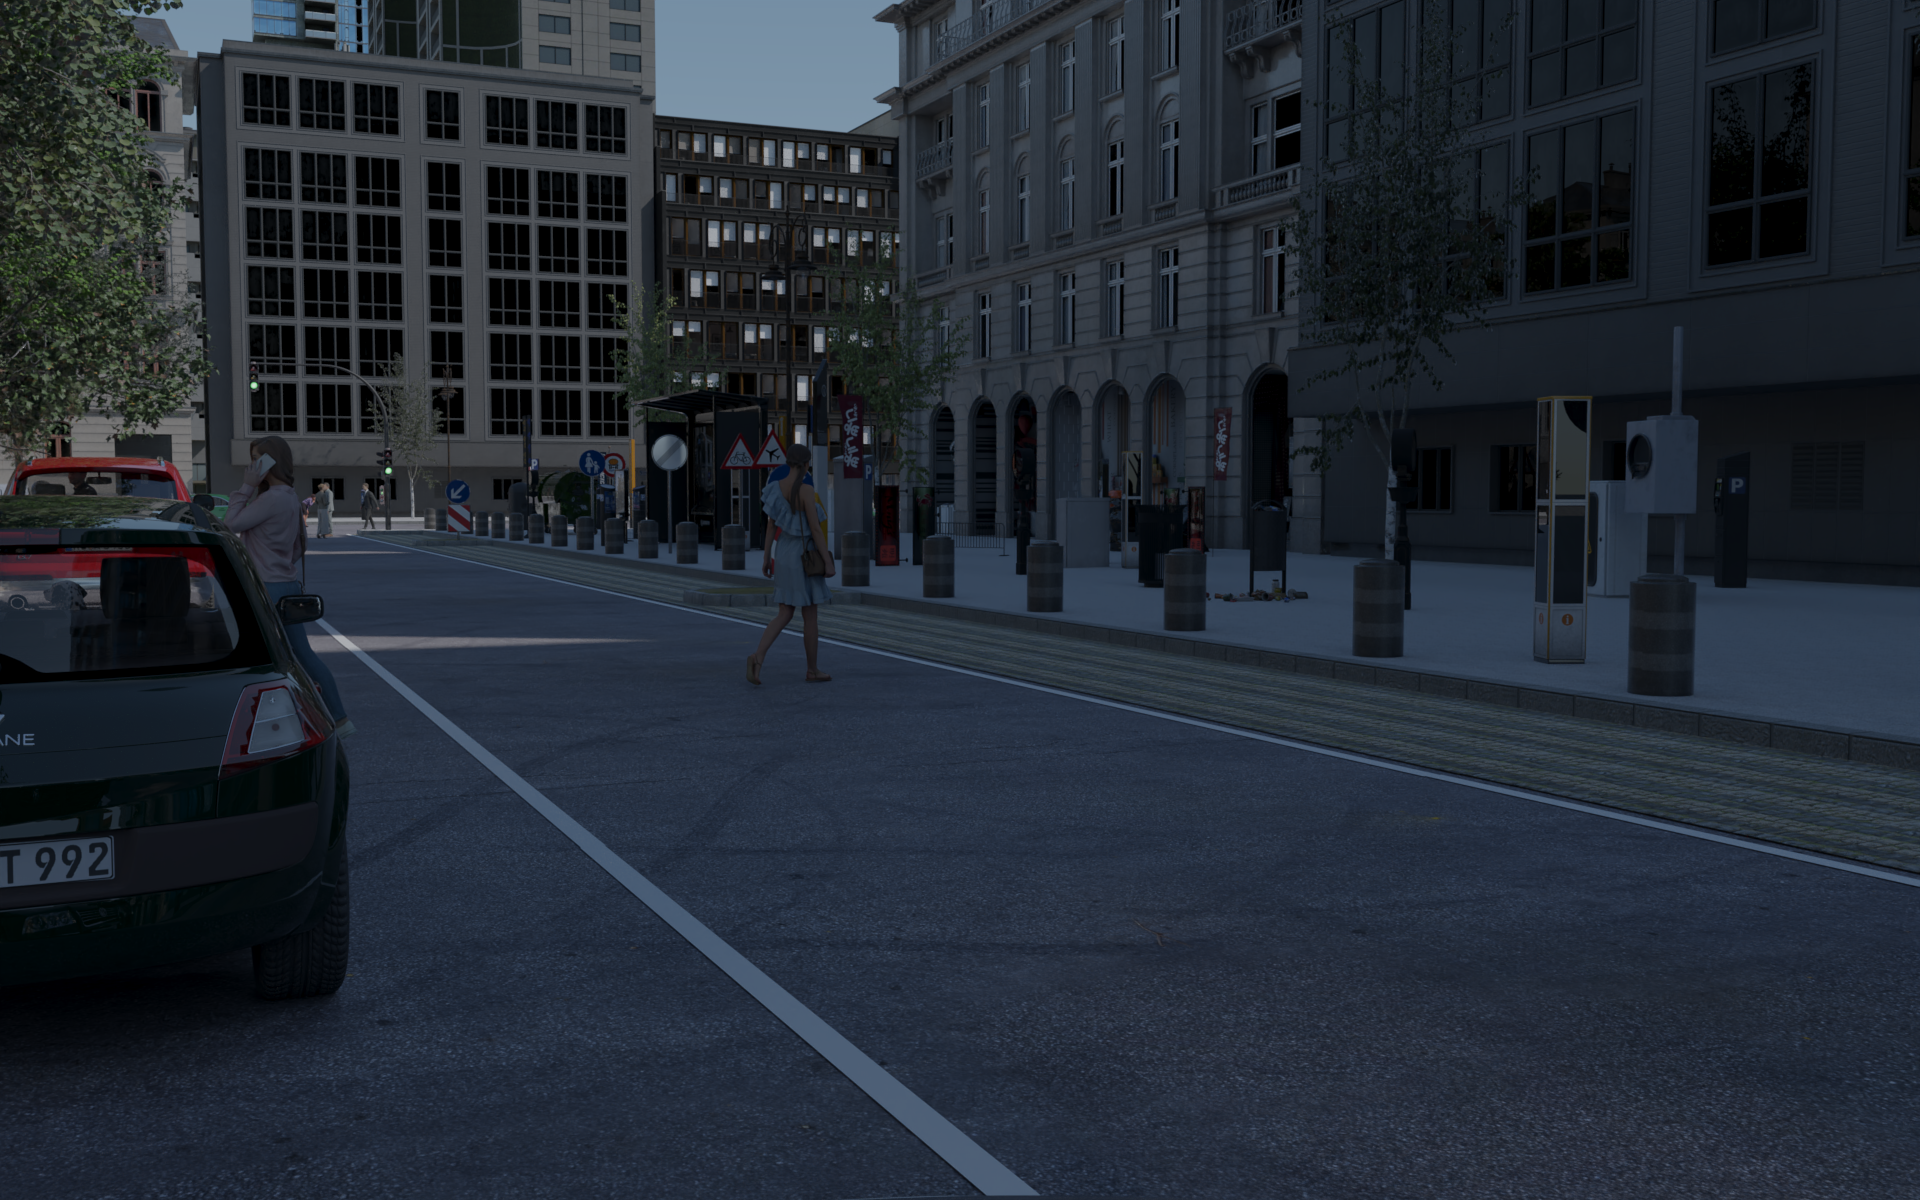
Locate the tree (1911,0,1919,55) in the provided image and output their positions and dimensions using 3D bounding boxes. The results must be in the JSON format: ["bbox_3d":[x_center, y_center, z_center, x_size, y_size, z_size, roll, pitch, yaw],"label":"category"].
[{"bbox_3d":[10.236,-3.879,13.786,4.360,8.622,3.978,0,3,0],"label":"tree"}]

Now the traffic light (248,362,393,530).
[{"bbox_3d":[-22.269,-5.256,60.602,4.771,5.953,1.251,-2,4,-25],"label":"traffic light"}]

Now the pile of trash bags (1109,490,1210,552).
[{"bbox_3d":[4.150,-1.799,39.169,1.912,1.369,3.447,-1,4,-22],"label":"pile of trash bags"}]

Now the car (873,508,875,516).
[{"bbox_3d":[-5.911,-3.984,76.940,4.920,1.459,2.131,-2,4,-25],"label":"car"}]

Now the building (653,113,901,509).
[{"bbox_3d":[-12.332,-17.016,107.885,15.834,23.373,12.332,-2,4,-25],"label":"building"}]

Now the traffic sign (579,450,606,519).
[{"bbox_3d":[-10.587,-3.043,49.865,0.768,2.556,0.104,-1,4,-21],"label":"traffic sign"}]

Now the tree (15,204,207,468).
[{"bbox_3d":[-27.204,-8.379,49.830,12.009,13.543,11.850,0,3,0],"label":"tree"}]

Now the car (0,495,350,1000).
[{"bbox_3d":[-3.157,0.240,5.864,2.009,1.686,4.222,-2,4,-26],"label":"car"}]

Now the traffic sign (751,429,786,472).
[{"bbox_3d":[-3.753,-2.120,34.663,0.884,2.594,0.081,-1,4,-21],"label":"traffic sign"}]

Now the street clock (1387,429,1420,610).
[{"bbox_3d":[4.911,-0.895,19.202,0.358,2.002,0.471,1,4,21],"label":"street clock"}]

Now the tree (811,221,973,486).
[{"bbox_3d":[-2.066,-5.915,47.072,4.737,8.622,4.395,0,3,0],"label":"tree"}]

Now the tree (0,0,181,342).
[{"bbox_3d":[-15.295,-5.920,24.997,9.928,11.665,9.643,0,3,0],"label":"tree"}]

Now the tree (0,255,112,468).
[{"bbox_3d":[-23.723,-7.128,41.058,6.751,12.117,7.091,0,3,0],"label":"tree"}]

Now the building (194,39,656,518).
[{"bbox_3d":[-30.704,-18.739,99.884,24.014,27.812,14.314,-2,4,-25],"label":"building"}]

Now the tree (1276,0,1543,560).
[{"bbox_3d":[6.430,-4.599,25.557,4.360,8.622,3.978,0,3,0],"label":"tree"}]

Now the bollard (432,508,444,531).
[{"bbox_3d":[-18.149,-2.806,60.587,0.404,0.777,0.398,0,3,0],"label":"bollard"}]

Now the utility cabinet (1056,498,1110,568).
[{"bbox_3d":[2.150,-1.171,30.302,1.020,1.237,0.306,-3,4,-38],"label":"utility cabinet"}]

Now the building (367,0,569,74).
[{"bbox_3d":[-56.740,-46.273,194.818,20.563,71.187,20.611,-2,4,-25],"label":"building"}]

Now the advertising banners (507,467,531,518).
[{"bbox_3d":[-23.069,-5.809,91.162,0.090,3.025,2.074,2,4,30],"label":"advertising banners"}]

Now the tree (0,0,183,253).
[{"bbox_3d":[-11.473,-6.503,15.436,9.857,13.997,8.962,0,3,0],"label":"tree"}]

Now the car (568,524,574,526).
[{"bbox_3d":[-15.608,-3.473,68.785,4.499,1.417,2.014,-2,4,-25],"label":"car"}]

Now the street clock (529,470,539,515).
[{"bbox_3d":[-12.824,-2.907,52.101,0.358,2.002,0.471,-2,4,-27],"label":"street clock"}]

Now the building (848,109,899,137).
[{"bbox_3d":[8.775,-19.400,121.704,34.151,26.468,19.350,-2,4,-25],"label":"building"}]

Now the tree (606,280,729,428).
[{"bbox_3d":[-10.303,-6.685,59.664,4.737,8.622,4.395,0,3,0],"label":"tree"}]

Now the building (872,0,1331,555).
[{"bbox_3d":[8.134,-12.659,48.777,13.314,21.916,24.055,-2,4,-25],"label":"building"}]

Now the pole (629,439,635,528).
[{"bbox_3d":[-12.236,-4.331,64.654,0.158,3.312,0.155,0,3,0],"label":"pole"}]

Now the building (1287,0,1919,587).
[{"bbox_3d":[17.462,-14.249,26.475,14.314,27.812,24.014,-2,4,-25],"label":"building"}]

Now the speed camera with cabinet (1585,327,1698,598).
[{"bbox_3d":[8.215,-1.644,21.218,0.660,3.252,2.038,0,4,-8],"label":"speed camera with cabinet"}]

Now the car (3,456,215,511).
[{"bbox_3d":[-9.039,-0.584,18.226,2.281,1.827,5.304,-2,4,-26],"label":"car"}]

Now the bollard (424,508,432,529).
[{"bbox_3d":[-19.347,-2.965,63.194,0.404,0.777,0.398,0,3,0],"label":"bollard"}]

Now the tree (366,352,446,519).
[{"bbox_3d":[-28.447,-8.515,89.584,4.360,8.622,3.978,0,3,0],"label":"tree"}]

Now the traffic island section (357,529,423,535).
[{"bbox_3d":[-20.363,-2.413,61.735,2.009,0.180,2.903,-2,4,-25],"label":"traffic island section"}]

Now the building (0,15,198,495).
[{"bbox_3d":[-52.467,-18.525,90.278,23.554,28.519,14.401,-2,4,-25],"label":"building"}]

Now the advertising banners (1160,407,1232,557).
[{"bbox_3d":[4.854,-2.414,35.655,0.090,3.025,2.074,-2,4,-35],"label":"advertising banners"}]

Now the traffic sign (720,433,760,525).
[{"bbox_3d":[-4.697,-2.264,37.015,0.884,2.594,0.081,-2,4,-24],"label":"traffic sign"}]

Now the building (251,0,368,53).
[{"bbox_3d":[-89.893,-57.450,251.976,31.000,86.520,22.319,-2,4,-25],"label":"building"}]

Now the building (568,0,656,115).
[{"bbox_3d":[-41.371,-44.366,163.641,20.563,71.187,20.611,-2,4,-25],"label":"building"}]

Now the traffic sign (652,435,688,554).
[{"bbox_3d":[-6.251,-2.275,37.305,0.768,2.556,0.104,-1,4,-18],"label":"traffic sign"}]

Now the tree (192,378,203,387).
[{"bbox_3d":[-74.757,-20.084,184.264,12.611,20.169,13.585,0,3,0],"label":"tree"}]

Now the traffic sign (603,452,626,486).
[{"bbox_3d":[-10.608,-3.237,53.031,0.768,2.556,0.104,-1,4,-20],"label":"traffic sign"}]

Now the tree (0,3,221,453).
[{"bbox_3d":[-19.656,-6.993,33.806,9.611,12.733,9.660,0,3,0],"label":"tree"}]

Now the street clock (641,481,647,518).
[{"bbox_3d":[-17.230,-5.503,94.540,0.358,2.002,0.471,-2,4,-28],"label":"street clock"}]

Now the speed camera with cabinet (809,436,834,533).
[{"bbox_3d":[-4.567,-3.927,58.539,0.660,3.252,2.038,-2,4,-33],"label":"speed camera with cabinet"}]

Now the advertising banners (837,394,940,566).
[{"bbox_3d":[-1.266,-2.116,30.776,2.074,3.025,0.090,-2,4,-32],"label":"advertising banners"}]

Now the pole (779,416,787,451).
[{"bbox_3d":[-4.613,-3.144,45.246,0.158,3.312,0.155,0,3,0],"label":"pole"}]

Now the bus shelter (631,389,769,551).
[{"bbox_3d":[-6.341,-3.098,41.940,1.731,3.624,6.357,-2,4,-25],"label":"bus shelter"}]

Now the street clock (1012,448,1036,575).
[{"bbox_3d":[1.007,-1.402,27.491,0.358,2.002,0.471,-1,4,-20],"label":"street clock"}]

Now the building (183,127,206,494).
[{"bbox_3d":[-117.579,-40.000,243.241,27.495,52.752,28.713,-2,4,-25],"label":"building"}]

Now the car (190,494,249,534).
[{"bbox_3d":[-27.830,-3.124,62.873,4.920,1.459,2.131,-2,4,-24],"label":"car"}]

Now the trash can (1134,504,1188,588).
[{"bbox_3d":[2.765,-0.747,23.871,0.748,1.137,0.748,0,3,0],"label":"trash can"}]
